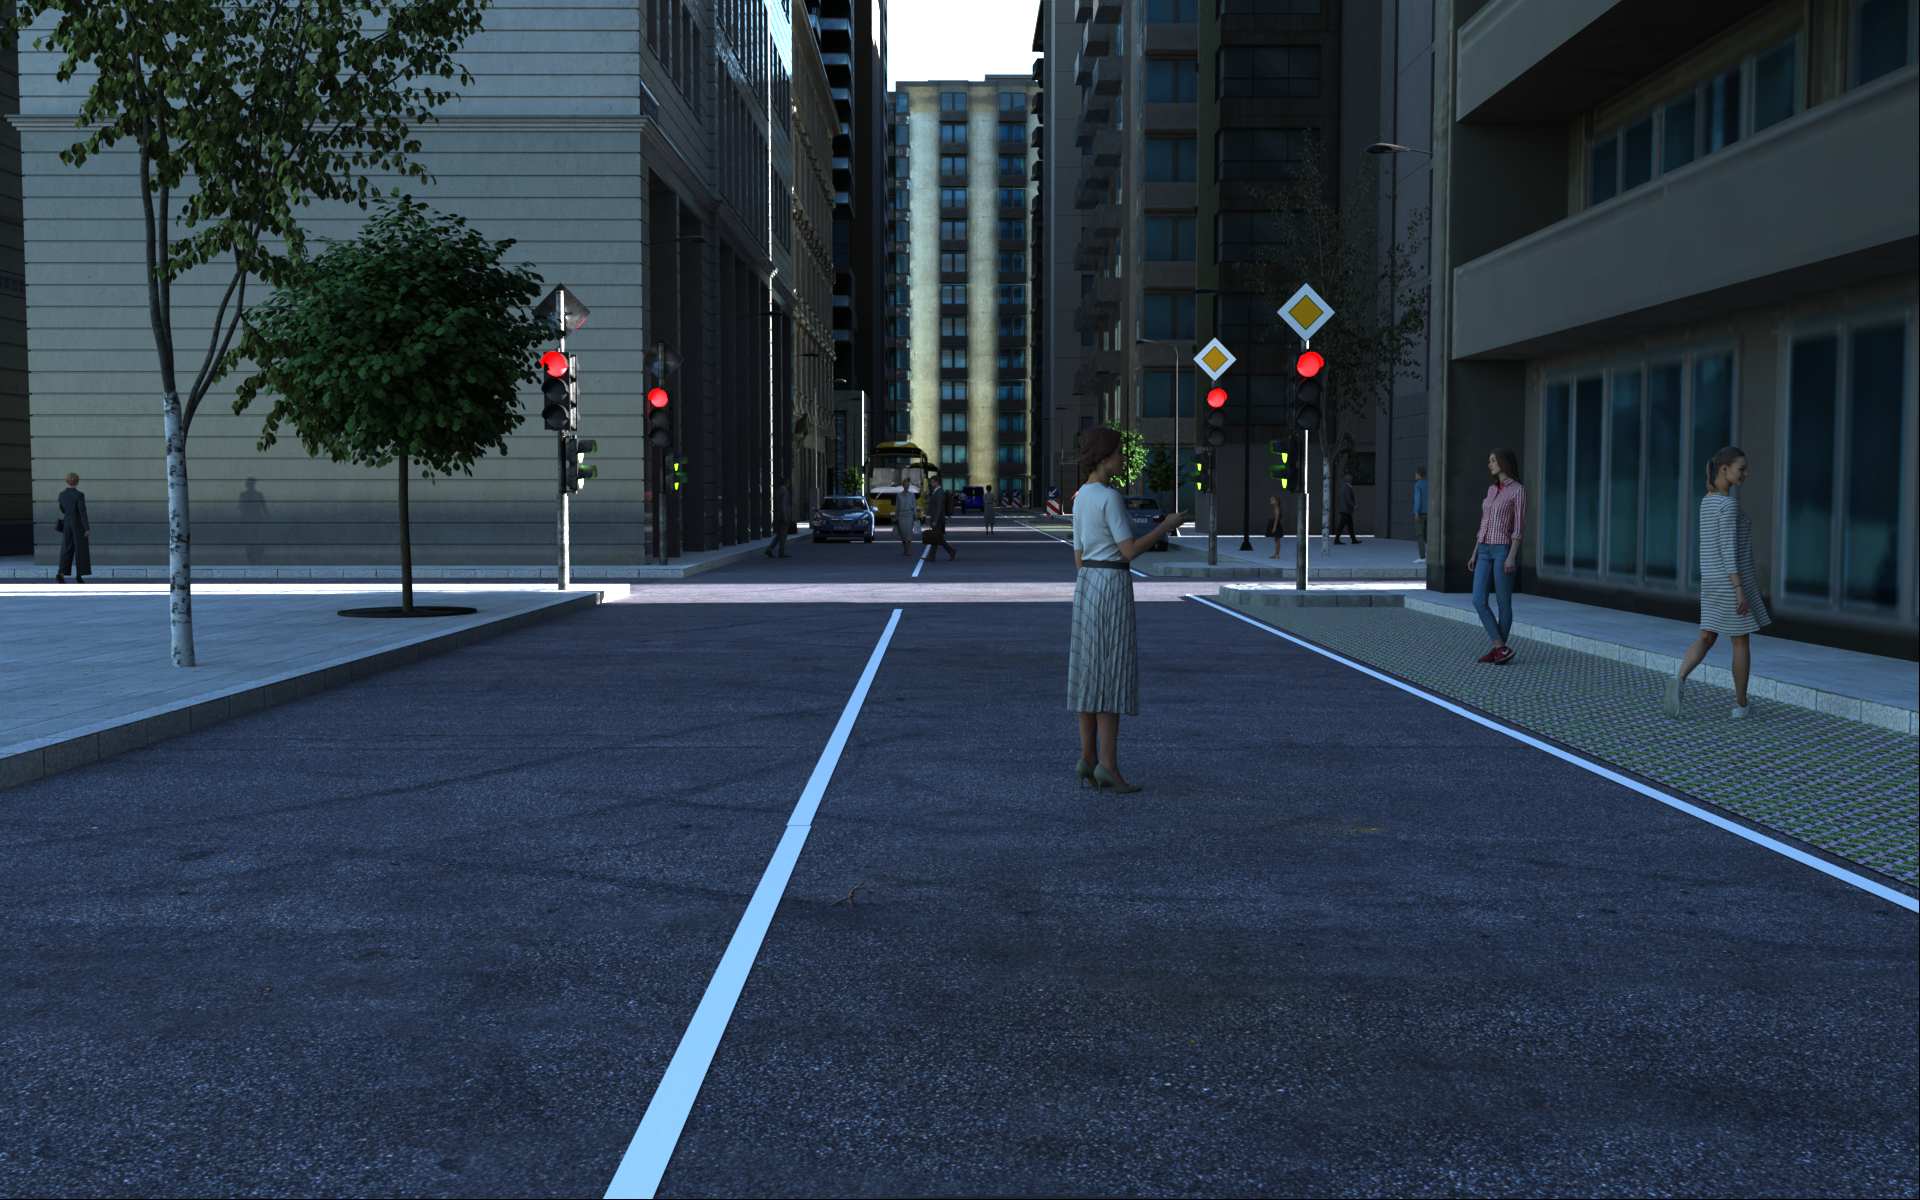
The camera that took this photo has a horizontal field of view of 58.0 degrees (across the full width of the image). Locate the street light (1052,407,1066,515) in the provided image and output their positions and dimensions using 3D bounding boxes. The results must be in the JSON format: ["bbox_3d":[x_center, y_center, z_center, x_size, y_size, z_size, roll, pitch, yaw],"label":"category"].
[{"bbox_3d":[5.831,-7.361,92.890,1.470,5.913,1.316,0,4,0],"label":"street light"}]

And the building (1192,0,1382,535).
[{"bbox_3d":[15.011,-17.644,60.179,14.160,30.474,14.107,0,4,0],"label":"building"}]

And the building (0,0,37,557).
[{"bbox_3d":[-29.411,-15.342,36.740,20.117,28.700,13.634,0,4,0],"label":"building"}]

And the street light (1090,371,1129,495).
[{"bbox_3d":[5.778,-5.674,65.317,1.470,5.913,1.316,0,4,0],"label":"street light"}]

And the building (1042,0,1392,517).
[{"bbox_3d":[16.427,-35.565,123.487,21.231,58.520,28.212,0,4,0],"label":"building"}]

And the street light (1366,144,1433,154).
[{"bbox_3d":[6.077,-3.094,23.133,1.470,5.913,1.316,0,4,0],"label":"street light"}]

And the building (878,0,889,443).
[{"bbox_3d":[-21.298,-38.493,171.357,28.212,58.520,21.231,0,4,0],"label":"building"}]

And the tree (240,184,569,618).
[{"bbox_3d":[-5.880,-2.132,18.564,4.285,4.588,4.351,0,3,0],"label":"tree"}]

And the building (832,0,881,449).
[{"bbox_3d":[-13.889,-30.272,145.052,14.600,45.320,14.200,0,4,0],"label":"building"}]

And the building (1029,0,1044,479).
[{"bbox_3d":[17.497,-30.445,152.398,22.147,44.769,28.867,0,4,0],"label":"building"}]

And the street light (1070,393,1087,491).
[{"bbox_3d":[5.845,-6.540,79.463,1.470,5.913,1.316,0,4,0],"label":"street light"}]

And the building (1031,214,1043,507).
[{"bbox_3d":[14.089,-24.625,174.323,14.160,30.474,14.107,0,4,0],"label":"building"}]

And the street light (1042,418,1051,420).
[{"bbox_3d":[5.685,-8.151,105.807,1.470,5.913,1.316,0,4,0],"label":"street light"}]

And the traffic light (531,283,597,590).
[{"bbox_3d":[-5.290,-2.089,23.083,0.839,4.253,0.868,0,4,0],"label":"traffic light"}]

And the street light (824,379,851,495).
[{"bbox_3d":[-5.318,-5.973,70.204,1.470,5.913,1.316,0,4,0],"label":"street light"}]

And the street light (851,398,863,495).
[{"bbox_3d":[-5.422,-6.796,83.649,1.470,5.913,1.316,0,4,0],"label":"street light"}]

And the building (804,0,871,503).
[{"bbox_3d":[-17.276,-49.421,120.704,22.319,86.520,31.000,0,4,0],"label":"building"}]

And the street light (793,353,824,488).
[{"bbox_3d":[-5.354,-5.174,57.136,1.470,5.913,1.316,0,4,0],"label":"street light"}]

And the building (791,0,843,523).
[{"bbox_3d":[-15.268,-18.708,82.291,17.030,29.872,44.131,0,4,0],"label":"building"}]

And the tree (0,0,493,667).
[{"bbox_3d":[-5.550,-3.808,12.627,4.737,8.622,4.395,0,3,0],"label":"tree"}]

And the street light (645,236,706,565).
[{"bbox_3d":[-5.271,-3.594,31.300,1.470,5.913,1.316,0,4,0],"label":"street light"}]

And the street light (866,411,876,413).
[{"bbox_3d":[-5.385,-7.633,97.333,1.470,5.913,1.316,0,4,0],"label":"street light"}]

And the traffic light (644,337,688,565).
[{"bbox_3d":[-5.323,-2.578,31.068,0.839,4.253,0.868,0,4,0],"label":"traffic light"}]

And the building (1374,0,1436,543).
[{"bbox_3d":[26.318,-30.502,40.715,28.212,58.520,21.231,0,4,0],"label":"building"}]

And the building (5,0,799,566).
[{"bbox_3d":[-11.098,-16.351,44.839,11.434,29.767,29.804,0,4,0],"label":"building"}]

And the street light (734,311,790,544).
[{"bbox_3d":[-5.208,-4.378,44.113,1.470,5.913,1.316,0,4,0],"label":"street light"}]

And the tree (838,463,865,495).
[{"bbox_3d":[-6.562,-6.848,106.558,1.663,3.219,1.824,0,3,0],"label":"tree"}]

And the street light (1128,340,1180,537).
[{"bbox_3d":[5.977,-4.877,52.273,1.470,5.913,1.316,0,4,0],"label":"street light"}]

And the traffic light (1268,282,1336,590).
[{"bbox_3d":[4.571,-2.093,23.140,0.839,4.253,0.868,0,4,0],"label":"traffic light"}]

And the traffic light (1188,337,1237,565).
[{"bbox_3d":[4.538,-2.581,31.125,0.839,4.253,0.868,0,4,0],"label":"traffic light"}]

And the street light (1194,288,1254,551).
[{"bbox_3d":[5.972,-4.078,39.214,1.470,5.913,1.316,0,4,0],"label":"street light"}]

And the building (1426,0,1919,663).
[{"bbox_3d":[16.954,-23.709,11.342,21.300,48.544,21.600,0,4,0],"label":"building"}]

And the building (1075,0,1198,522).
[{"bbox_3d":[17.645,-28.796,90.416,23.786,49.044,30.456,0,4,0],"label":"building"}]

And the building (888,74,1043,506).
[{"bbox_3d":[5.612,-35.526,200.464,30.456,49.044,23.786,0,4,0],"label":"building"}]
